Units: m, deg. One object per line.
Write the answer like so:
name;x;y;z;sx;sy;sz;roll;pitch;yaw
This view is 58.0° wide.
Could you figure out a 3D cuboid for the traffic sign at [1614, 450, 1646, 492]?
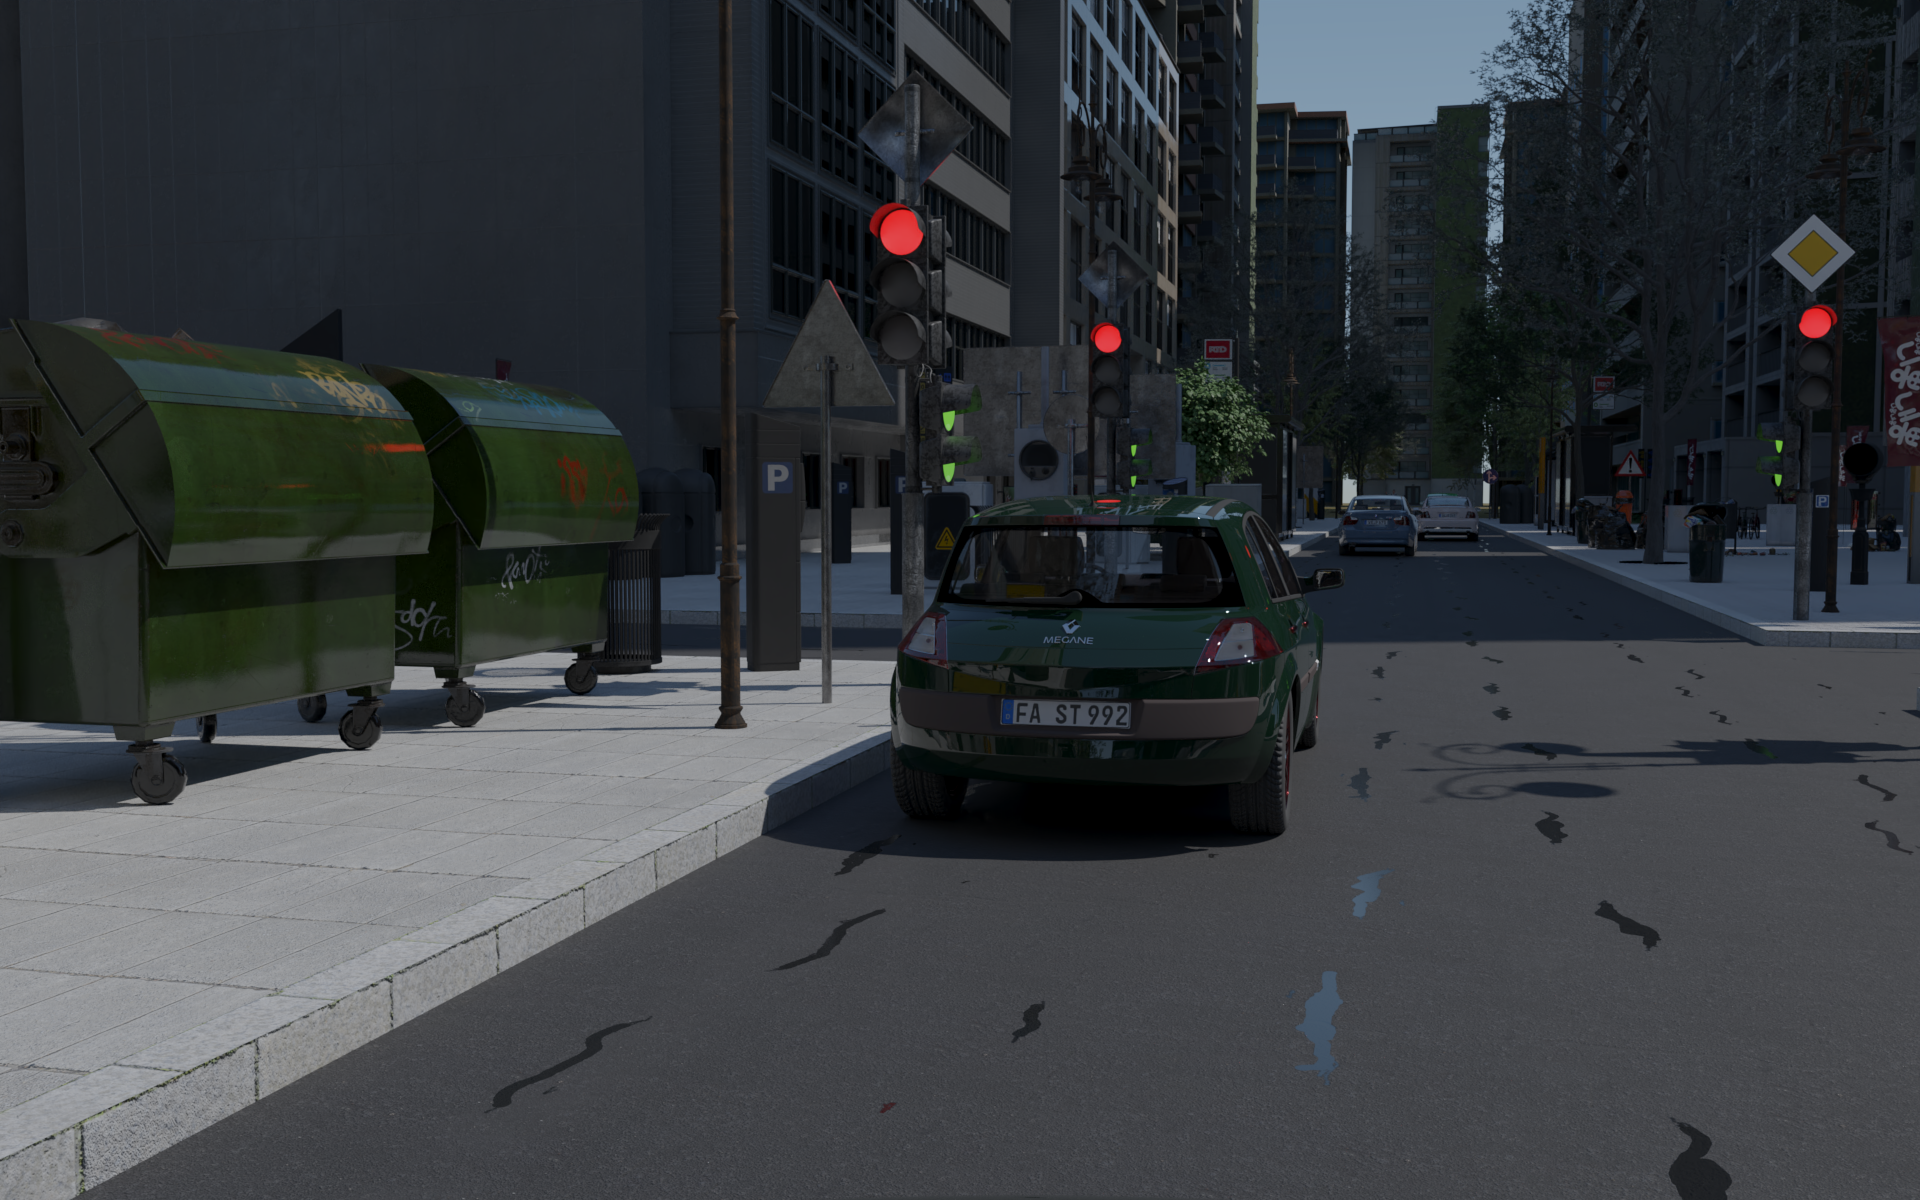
traffic sign;19.822;-3.135;51.259;0.884;2.594;0.081;1;4;16

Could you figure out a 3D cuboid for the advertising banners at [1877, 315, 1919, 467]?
advertising banners;9.858;-1.245;16.542;2.074;3.025;0.090;3;5;39

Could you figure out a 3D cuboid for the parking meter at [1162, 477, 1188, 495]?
parking meter;3.224;-1.075;25.994;0.372;1.533;0.369;0;3;0

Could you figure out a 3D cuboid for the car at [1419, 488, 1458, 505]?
car;20.922;-4.056;75.104;1.959;1.807;4.718;1;4;16

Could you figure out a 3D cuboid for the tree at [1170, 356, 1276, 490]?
tree;5.732;-3.494;40.837;4.285;4.588;4.351;0;3;0

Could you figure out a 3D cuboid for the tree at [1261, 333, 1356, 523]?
tree;15.086;-7.719;76.574;4.737;8.622;4.395;0;3;0

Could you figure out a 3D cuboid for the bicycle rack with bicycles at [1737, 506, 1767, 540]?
bicycle rack with bicycles;22.184;-2.254;50.230;2.852;0.926;2.925;3;5;40

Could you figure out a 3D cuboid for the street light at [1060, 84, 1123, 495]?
street light;1.528;-2.894;20.111;0.468;5.910;1.993;1;4;14

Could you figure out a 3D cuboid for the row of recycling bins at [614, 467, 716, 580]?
row of recycling bins;-4.997;-1.187;26.529;1.069;1.692;3.534;2;4;32

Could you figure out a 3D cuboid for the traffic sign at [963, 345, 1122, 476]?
traffic sign;1.113;-1.832;23.831;2.265;3.308;0.079;1;4;19

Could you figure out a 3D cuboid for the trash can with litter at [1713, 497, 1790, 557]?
trash can with litter;16.475;-1.547;36.355;2.233;1.210;1.678;0;4;-4

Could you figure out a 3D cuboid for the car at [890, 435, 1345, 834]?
car;0.919;0.058;8.838;2.009;1.686;4.222;1;4;14

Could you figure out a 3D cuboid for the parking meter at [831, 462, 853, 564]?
parking meter;-2.199;-1.609;32.012;0.399;1.863;0.255;-2;4;-27

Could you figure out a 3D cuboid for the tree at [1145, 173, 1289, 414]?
tree;12.516;-9.493;65.579;12.009;13.543;11.850;0;3;0

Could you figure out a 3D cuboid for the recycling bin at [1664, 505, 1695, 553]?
recycling bin;15.956;-1.567;38.179;0.722;1.027;0.722;1;4;16

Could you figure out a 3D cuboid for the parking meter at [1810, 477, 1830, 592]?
parking meter;11.349;-0.883;22.856;0.372;1.533;0.369;0;3;0

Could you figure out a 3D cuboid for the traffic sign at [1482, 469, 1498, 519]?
traffic sign;26.744;-5.338;87.378;0.768;2.556;0.104;1;4;19

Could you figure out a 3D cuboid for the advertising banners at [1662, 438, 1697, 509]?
advertising banners;22.949;-3.620;55.372;0.090;3.025;2.074;0;4;-7

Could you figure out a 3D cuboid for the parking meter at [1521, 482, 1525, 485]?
parking meter;28.476;-4.997;87.404;0.255;1.863;0.399;1;4;8

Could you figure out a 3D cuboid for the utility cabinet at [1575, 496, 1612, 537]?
utility cabinet;19.011;-2.492;51.912;1.020;1.237;0.306;1;4;10

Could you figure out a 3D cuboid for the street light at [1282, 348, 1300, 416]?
street light;10.504;-5.030;55.024;0.468;5.910;1.993;1;4;14

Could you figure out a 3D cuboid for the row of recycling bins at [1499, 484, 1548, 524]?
row of recycling bins;24.673;-4.181;75.475;3.534;1.692;1.069;-3;5;-44

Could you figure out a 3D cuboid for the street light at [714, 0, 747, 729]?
street light;-1.260;-2.236;9.347;0.468;5.910;1.993;1;4;14

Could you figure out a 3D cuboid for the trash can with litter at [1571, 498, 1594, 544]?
trash can with litter;16.352;-2.032;44.610;1.055;1.170;0.624;-1;4;-10

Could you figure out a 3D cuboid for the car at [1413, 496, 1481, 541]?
car;15.224;-2.557;54.167;2.083;1.381;4.827;1;4;15

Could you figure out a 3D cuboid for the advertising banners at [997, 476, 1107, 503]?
advertising banners;1.631;-1.945;27.992;2.074;3.025;0.090;1;4;10

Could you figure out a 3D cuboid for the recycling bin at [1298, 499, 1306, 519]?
recycling bin;17.555;-4.748;90.178;0.722;1.027;0.722;-1;4;-15

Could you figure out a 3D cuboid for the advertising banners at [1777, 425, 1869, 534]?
advertising banners;22.152;-2.954;44.493;2.074;3.025;0.090;2;4;29

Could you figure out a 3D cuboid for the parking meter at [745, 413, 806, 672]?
parking meter;-1.344;-0.421;12.600;0.399;1.863;0.255;-1;4;-21

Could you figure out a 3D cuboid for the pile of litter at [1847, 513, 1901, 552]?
pile of litter;20.622;-1.538;39.105;1.719;0.858;1.176;-3;4;-37

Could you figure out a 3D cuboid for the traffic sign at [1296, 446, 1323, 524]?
traffic sign;14.231;-4.860;73.335;2.265;3.308;0.079;2;4;24

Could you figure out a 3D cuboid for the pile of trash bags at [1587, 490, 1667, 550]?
pile of trash bags;15.970;-1.933;41.359;1.912;1.369;3.447;1;4;15

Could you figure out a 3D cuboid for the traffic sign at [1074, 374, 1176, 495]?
traffic sign;2.545;-2.185;29.602;2.265;3.308;0.079;1;4;15

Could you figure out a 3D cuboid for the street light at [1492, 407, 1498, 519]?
street light;27.679;-7.135;89.444;0.468;5.910;1.993;1;4;14

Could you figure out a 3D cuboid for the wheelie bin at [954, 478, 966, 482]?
wheelie bin;-0.235;-1.630;34.558;0.980;1.594;0.693;0;4;-7

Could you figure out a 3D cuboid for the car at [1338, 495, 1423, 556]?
car;10.052;-1.805;41.522;2.014;1.417;4.499;1;4;16

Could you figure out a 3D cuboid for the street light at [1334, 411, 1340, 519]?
street light;19.575;-7.164;89.912;0.468;5.910;1.993;1;4;14

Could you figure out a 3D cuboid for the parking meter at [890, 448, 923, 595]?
parking meter;-0.684;-1.004;22.128;0.399;1.863;0.255;0;4;5

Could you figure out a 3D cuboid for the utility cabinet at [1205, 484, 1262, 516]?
utility cabinet;5.932;-1.771;37.643;1.173;1.500;0.318;2;4;26

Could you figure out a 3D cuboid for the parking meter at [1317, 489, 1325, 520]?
parking meter;18.193;-4.824;87.284;0.372;1.533;0.369;0;3;0

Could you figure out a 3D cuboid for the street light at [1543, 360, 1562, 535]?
street light;18.326;-4.948;53.694;0.468;5.910;1.993;1;4;14

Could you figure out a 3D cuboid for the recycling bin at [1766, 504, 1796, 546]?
recycling bin;20.489;-1.861;42.983;0.722;1.027;0.722;3;5;41

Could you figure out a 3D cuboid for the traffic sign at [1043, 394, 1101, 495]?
traffic sign;1.411;-1.348;22.143;0.768;2.556;0.104;1;4;22

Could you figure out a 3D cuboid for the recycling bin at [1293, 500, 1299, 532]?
recycling bin;10.870;-2.813;58.554;0.722;1.027;0.722;-1;4;-23

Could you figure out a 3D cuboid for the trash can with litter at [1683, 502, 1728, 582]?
trash can with litter;10.853;-0.854;25.356;0.624;1.170;1.055;1;4;16

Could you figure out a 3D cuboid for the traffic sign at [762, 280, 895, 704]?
traffic sign;-0.816;-0.645;10.550;0.884;2.594;0.081;1;4;21

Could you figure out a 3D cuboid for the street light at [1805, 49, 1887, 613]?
street light;9.446;-2.803;18.618;0.468;5.910;1.993;1;4;14

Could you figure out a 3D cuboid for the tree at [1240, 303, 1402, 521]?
tree;17.095;-9.146;83.946;8.767;10.594;7.601;0;4;2
